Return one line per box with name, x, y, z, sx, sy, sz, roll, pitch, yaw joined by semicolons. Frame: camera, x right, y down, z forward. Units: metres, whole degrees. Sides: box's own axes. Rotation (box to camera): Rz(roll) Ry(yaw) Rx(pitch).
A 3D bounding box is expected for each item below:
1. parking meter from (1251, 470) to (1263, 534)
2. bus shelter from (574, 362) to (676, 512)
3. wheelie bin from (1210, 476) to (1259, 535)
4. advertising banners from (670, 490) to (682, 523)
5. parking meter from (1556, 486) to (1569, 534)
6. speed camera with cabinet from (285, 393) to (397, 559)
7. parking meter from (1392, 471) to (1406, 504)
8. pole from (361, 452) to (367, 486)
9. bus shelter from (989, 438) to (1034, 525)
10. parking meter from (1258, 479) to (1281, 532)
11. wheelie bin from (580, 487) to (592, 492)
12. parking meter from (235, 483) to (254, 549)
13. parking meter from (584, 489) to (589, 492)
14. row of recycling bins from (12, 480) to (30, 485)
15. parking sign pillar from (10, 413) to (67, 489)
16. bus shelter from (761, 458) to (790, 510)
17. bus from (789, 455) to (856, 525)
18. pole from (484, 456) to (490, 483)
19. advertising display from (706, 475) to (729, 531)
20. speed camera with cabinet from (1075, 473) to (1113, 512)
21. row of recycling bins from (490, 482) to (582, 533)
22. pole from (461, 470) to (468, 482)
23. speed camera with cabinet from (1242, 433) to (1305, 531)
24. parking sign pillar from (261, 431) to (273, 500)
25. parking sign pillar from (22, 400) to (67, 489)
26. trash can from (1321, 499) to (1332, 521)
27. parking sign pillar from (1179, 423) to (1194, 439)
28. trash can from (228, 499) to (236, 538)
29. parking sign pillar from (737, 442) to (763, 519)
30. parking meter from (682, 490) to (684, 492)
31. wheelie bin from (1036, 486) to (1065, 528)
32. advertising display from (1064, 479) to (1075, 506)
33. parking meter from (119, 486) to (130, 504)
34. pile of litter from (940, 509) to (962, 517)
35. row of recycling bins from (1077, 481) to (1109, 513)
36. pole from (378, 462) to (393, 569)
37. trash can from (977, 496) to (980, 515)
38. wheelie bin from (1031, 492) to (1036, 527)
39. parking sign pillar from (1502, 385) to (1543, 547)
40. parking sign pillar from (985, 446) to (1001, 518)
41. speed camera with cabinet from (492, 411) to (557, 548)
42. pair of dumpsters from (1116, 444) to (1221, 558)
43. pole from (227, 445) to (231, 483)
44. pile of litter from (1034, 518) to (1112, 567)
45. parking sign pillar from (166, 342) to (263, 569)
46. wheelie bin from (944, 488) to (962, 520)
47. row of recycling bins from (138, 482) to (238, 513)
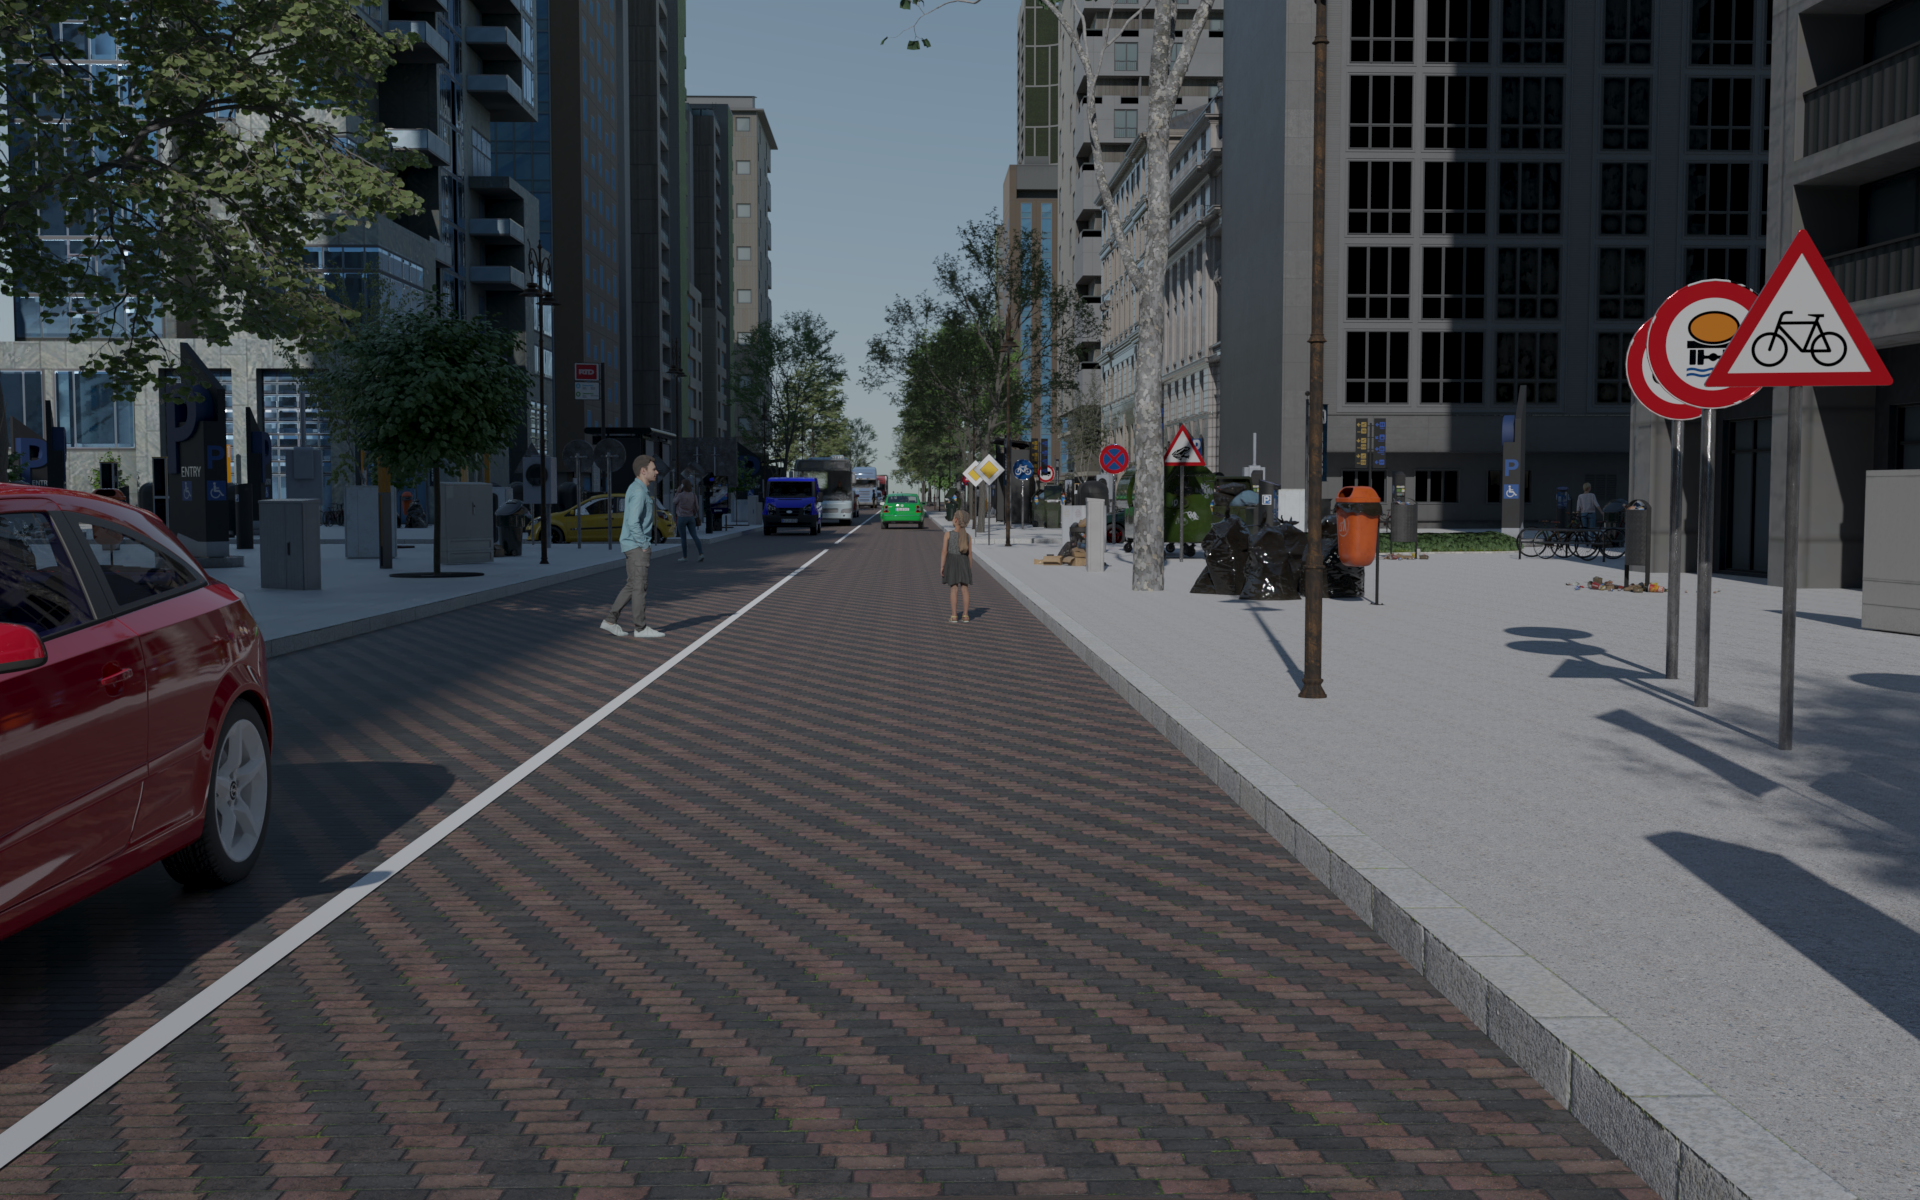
parking meter;7.174;-2.212;41.877;0.255;1.863;0.399;1;4;17
bus shelter;-10.757;-4.769;55.598;2.179;5.291;8.768;0;4;-2
wheelie bin;4.824;-1.378;30.435;0.980;1.594;0.693;2;4;25
advertising banners;-11.308;-4.470;69.275;2.074;3.025;0.090;2;4;35
parking meter;19.497;-2.915;56.074;0.372;1.533;0.369;0;3;0
speed camera with cabinet;-12.242;-2.444;34.290;2.038;3.252;0.660;-1;4;-18
parking meter;11.138;-2.342;44.008;0.255;1.863;0.399;0;4;-2
pole;-21.720;-4.239;63.148;0.158;3.312;0.155;0;3;0
bus shelter;2.227;-5.148;75.460;1.731;3.624;6.357;0;4;-2
parking meter;5.188;-1.261;29.035;0.372;1.533;0.369;0;3;0
wheelie bin;-16.204;-3.995;73.224;0.980;1.594;0.693;1;4;11
parking meter;-16.690;-1.956;40.392;0.372;1.533;0.369;0;3;0
parking meter;-19.571;-5.028;90.621;0.372;1.533;0.369;0;3;0
row of recycling bins;-29.289;-2.710;51.414;1.069;1.692;3.534;2;4;34
parking sign pillar;-32.279;-4.395;60.329;1.447;3.967;1.447;2;4;30
bus shelter;-12.439;-7.631;116.055;1.731;3.624;6.357;0;4;-2
bus;-6.344;-5.318;81.809;2.948;3.499;13.247;0;4;-3
pole;-13.721;-3.452;50.281;0.158;3.312;0.155;0;3;0
advertising display;-8.401;-3.345;59.911;0.123;1.923;0.974;3;4;38
speed camera with cabinet;6.025;-5.123;78.102;2.038;3.252;0.660;3;5;41
row of recycling bins;-14.403;-3.124;58.196;3.534;1.692;1.069;-2;4;-34
pole;-15.050;-3.594;52.607;0.158;3.312;0.155;0;3;0
speed camera with cabinet;10.233;-3.790;56.298;2.038;3.252;0.660;0;4;2
parking sign pillar;-21.895;-4.017;54.150;1.447;3.967;1.447;0;4;-7
parking sign pillar;-26.258;-3.785;50.352;1.447;3.967;1.447;-2;4;-24
trash can;11.480;-2.656;55.081;0.748;1.137;0.748;0;3;0
parking sign pillar;8.464;-4.679;64.975;1.447;3.967;1.447;-1;4;-22
trash can;-21.532;-2.395;50.819;0.748;1.137;0.748;0;3;0
parking sign pillar;-10.659;-6.060;87.556;1.447;3.967;1.447;-2;4;-24
parking meter;-13.192;-4.749;83.360;0.399;1.863;0.255;1;4;20
wheelie bin;3.438;-3.479;64.783;0.980;1.594;0.693;0;4;3
advertising display;4.591;-4.124;72.644;0.123;1.923;0.974;-1;4;-15
parking meter;-25.264;-2.683;52.283;0.372;1.533;0.369;0;3;0
pile of litter;-0.251;-5.151;98.175;1.719;0.858;1.176;2;4;33
row of recycling bins;4.182;-2.906;54.620;1.069;1.692;3.534;0;4;4
pole;-9.877;-2.193;29.704;0.158;3.312;0.155;0;3;0
trash can;0.915;-5.563;102.605;0.748;1.137;0.748;0;3;0
wheelie bin;3.096;-3.625;67.169;0.693;1.594;0.980;0;4;2
parking sign pillar;13.582;-3.302;42.464;1.447;3.967;1.447;1;4;23
parking sign pillar;1.994;-6.405;93.186;1.447;3.967;1.447;-1;4;-11
speed camera with cabinet;-10.648;-2.860;41.089;2.038;3.252;0.660;0;4;1
pair of dumpsters;4.256;-2.028;35.658;1.574;2.255;4.437;0;4;-2
pole;-30.127;-4.743;71.391;0.158;3.312;0.155;0;3;0
pile of litter;2.020;-1.058;31.258;1.176;0.858;1.719;-1;4;-21
parking sign pillar;-13.356;-2.560;30.326;1.447;3.967;1.447;3;5;39
wheelie bin;-0.340;-4.740;85.406;0.693;1.594;0.980;-2;4;-34
row of recycling bins;-26.965;-3.283;60.783;3.534;1.692;1.069;0;4;-7
